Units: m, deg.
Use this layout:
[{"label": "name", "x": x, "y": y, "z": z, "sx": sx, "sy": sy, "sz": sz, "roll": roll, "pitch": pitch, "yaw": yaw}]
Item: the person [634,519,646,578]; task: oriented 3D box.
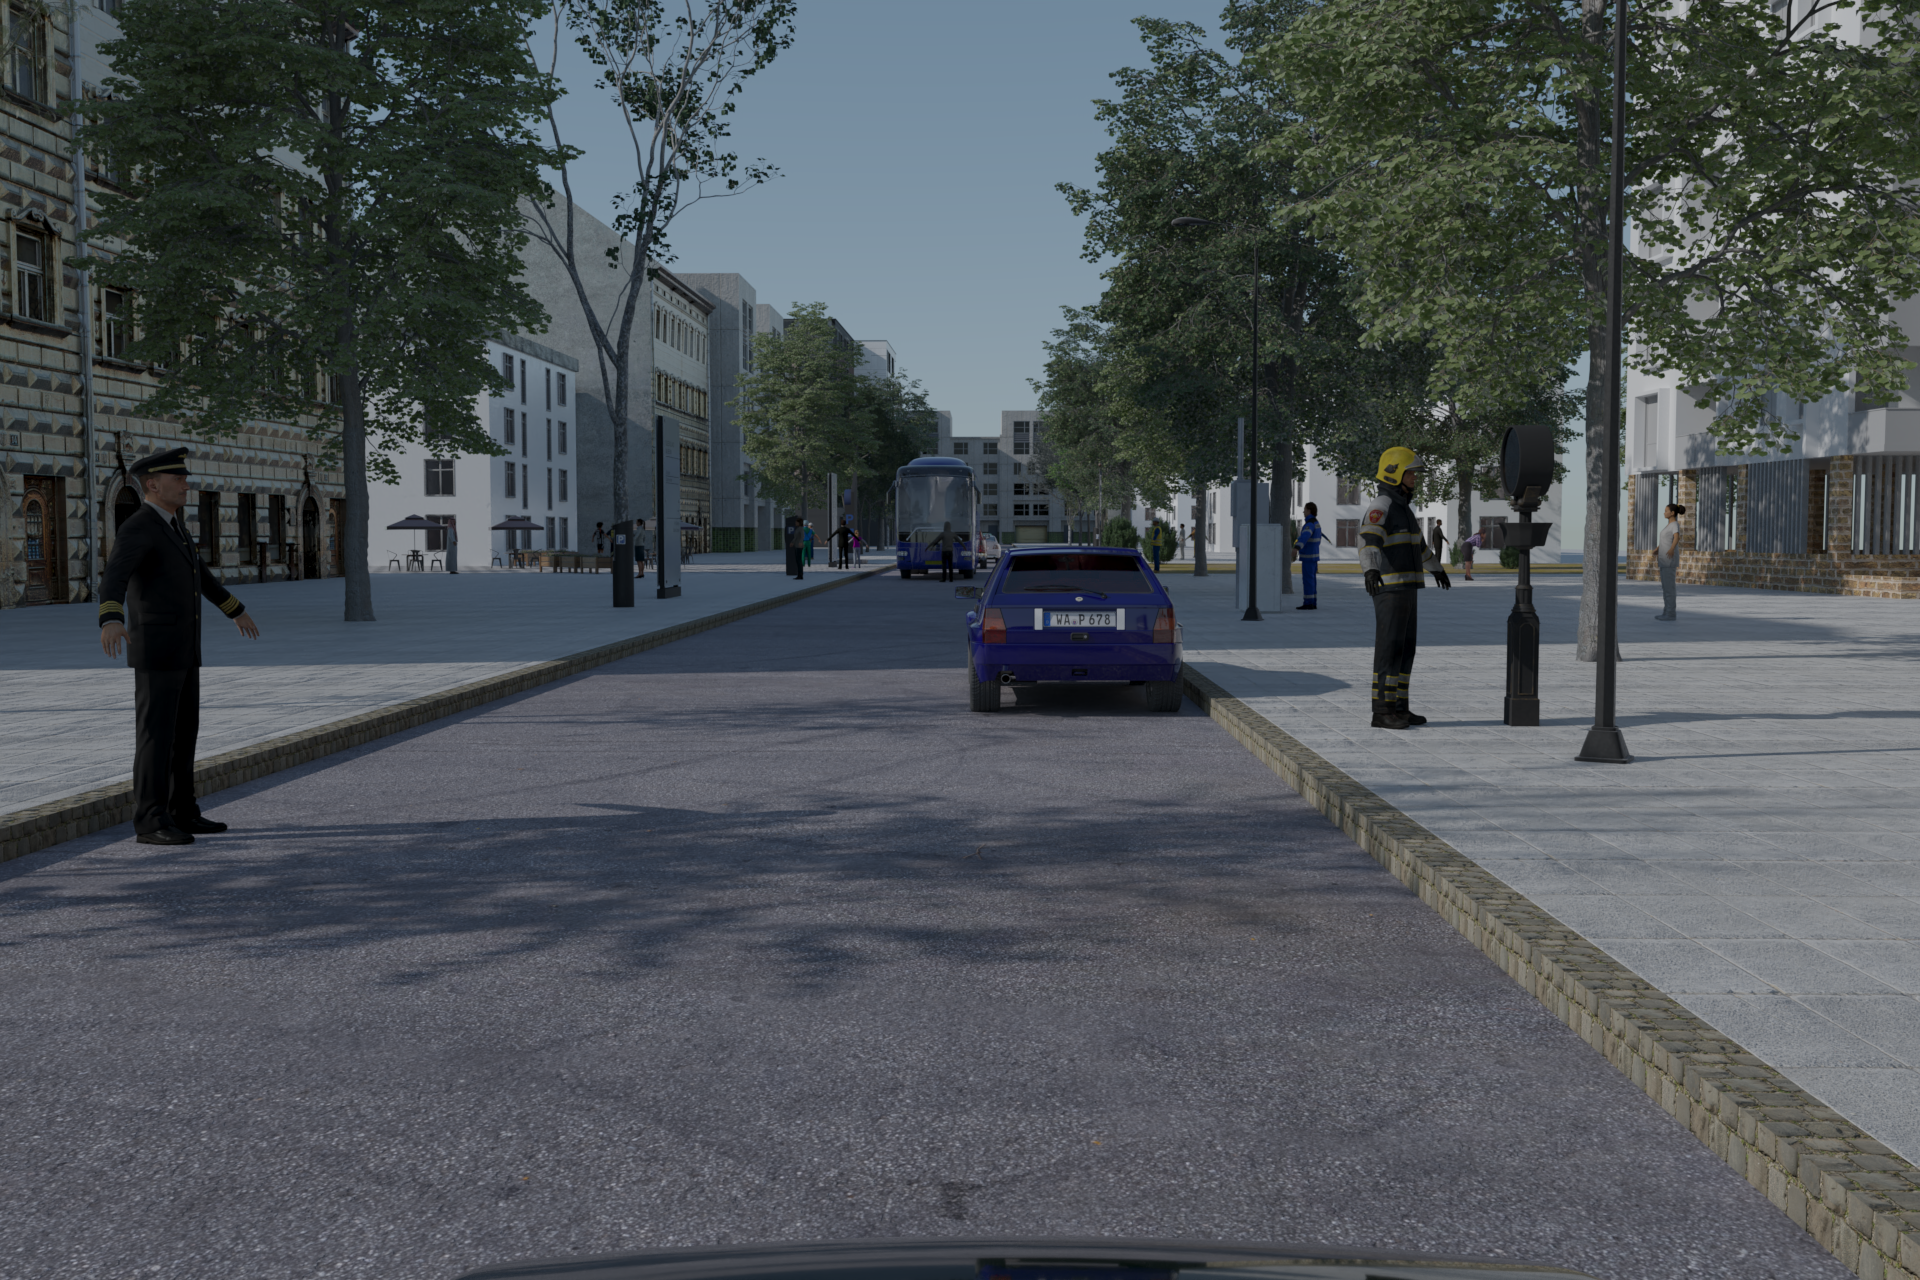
[{"label": "person", "x": -9.352, "y": -2.651, "z": 50.169, "sx": 0.721, "sy": 1.735, "sz": 1.217, "roll": 0, "pitch": 4, "yaw": 8}]

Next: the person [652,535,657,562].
[{"label": "person", "x": -13.957, "y": -4.521, "z": 80.050, "sx": 0.704, "sy": 1.812, "sz": 1.346, "roll": 0, "pitch": 4, "yaw": 4}]

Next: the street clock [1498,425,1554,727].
[{"label": "street clock", "x": 3.770, "y": -0.428, "z": 11.571, "sx": 0.358, "sy": 2.002, "sz": 0.471, "roll": 0, "pitch": 4, "yaw": 2}]

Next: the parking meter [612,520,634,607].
[{"label": "parking meter", "x": -5.914, "y": -1.345, "z": 30.408, "sx": 0.372, "sy": 1.533, "sz": 0.369, "roll": 0, "pitch": 3, "yaw": 0}]

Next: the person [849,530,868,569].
[{"label": "person", "x": -3.868, "y": -3.382, "z": 64.562, "sx": 0.991, "sy": 1.433, "sz": 0.599, "roll": -2, "pitch": 4, "yaw": -25}]

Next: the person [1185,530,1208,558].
[{"label": "person", "x": 12.858, "y": -5.391, "z": 93.911, "sx": 1.354, "sy": 1.858, "sz": 0.705, "roll": -1, "pitch": 4, "yaw": -14}]

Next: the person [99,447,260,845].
[{"label": "person", "x": -3.694, "y": 0.017, "z": 8.120, "sx": 0.705, "sy": 1.837, "sz": 1.347, "roll": 0, "pitch": 4, "yaw": 3}]

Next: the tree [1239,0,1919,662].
[{"label": "tree", "x": 6.158, "y": -6.077, "z": 17.481, "sx": 7.486, "sy": 12.596, "sz": 7.792, "roll": 0, "pitch": 3, "yaw": 0}]

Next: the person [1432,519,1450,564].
[{"label": "person", "x": 16.511, "y": -3.269, "z": 59.666, "sx": 0.704, "sy": 1.802, "sz": 1.346, "roll": 0, "pitch": 4, "yaw": -6}]

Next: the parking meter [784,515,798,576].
[{"label": "parking meter", "x": -5.206, "y": -2.919, "z": 53.445, "sx": 0.399, "sy": 1.863, "sz": 0.255, "roll": 0, "pitch": 4, "yaw": 2}]

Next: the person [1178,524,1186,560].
[{"label": "person", "x": 11.033, "y": -4.895, "z": 86.218, "sx": 0.705, "sy": 1.806, "sz": 1.347, "roll": 0, "pitch": 4, "yaw": -3}]

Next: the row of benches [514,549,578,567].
[{"label": "row of benches", "x": -16.790, "y": -3.347, "z": 70.184, "sx": 1.422, "sy": 0.672, "sz": 4.104, "roll": 1, "pitch": 4, "yaw": 18}]

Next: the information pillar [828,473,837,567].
[{"label": "information pillar", "x": -4.948, "y": -4.646, "z": 67.278, "sx": 0.184, "sy": 3.620, "sz": 1.656, "roll": 0, "pitch": 4, "yaw": 2}]

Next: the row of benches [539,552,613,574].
[{"label": "row of benches", "x": -12.716, "y": -2.548, "z": 57.115, "sx": 1.422, "sy": 0.672, "sz": 4.104, "roll": -3, "pitch": 5, "yaw": -40}]

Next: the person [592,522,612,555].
[{"label": "person", "x": -15.942, "y": -4.327, "z": 76.884, "sx": 1.345, "sy": 1.843, "sz": 0.704, "roll": 3, "pitch": 5, "yaw": 39}]

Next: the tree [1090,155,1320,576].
[{"label": "tree", "x": 7.511, "y": -8.184, "z": 51.943, "sx": 7.486, "sy": 12.596, "sz": 7.792, "roll": 0, "pitch": 3, "yaw": 0}]

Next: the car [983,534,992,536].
[{"label": "car", "x": 2.086, "y": -8.598, "z": 149.380, "sx": 1.959, "sy": 1.807, "sz": 4.718, "roll": 0, "pitch": 4, "yaw": 1}]

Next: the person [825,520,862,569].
[{"label": "person", "x": -4.239, "y": -3.473, "z": 62.967, "sx": 1.347, "sy": 1.806, "sz": 0.705, "roll": -1, "pitch": 4, "yaw": -10}]

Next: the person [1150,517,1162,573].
[{"label": "person", "x": 6.473, "y": -3.145, "z": 57.395, "sx": 0.705, "sy": 1.833, "sz": 1.349, "roll": 1, "pitch": 4, "yaw": 11}]

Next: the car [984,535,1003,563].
[{"label": "car", "x": 1.110, "y": -4.526, "z": 86.366, "sx": 2.083, "sy": 1.381, "sz": 4.827, "roll": 0, "pitch": 4, "yaw": 1}]

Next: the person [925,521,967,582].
[{"label": "person", "x": -0.392, "y": -2.631, "z": 51.595, "sx": 1.348, "sy": 1.813, "sz": 0.705, "roll": -2, "pitch": 4, "yaw": -23}]

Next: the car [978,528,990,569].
[{"label": "car", "x": 0.127, "y": -3.917, "z": 72.719, "sx": 2.281, "sy": 1.827, "sz": 5.304, "roll": 0, "pitch": 4, "yaw": 1}]

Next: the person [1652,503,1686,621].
[{"label": "person", "x": 10.490, "y": -1.165, "z": 25.813, "sx": 0.721, "sy": 1.739, "sz": 1.217, "roll": 1, "pitch": 4, "yaw": 12}]

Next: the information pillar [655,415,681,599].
[{"label": "information pillar", "x": -5.893, "y": -2.672, "z": 34.999, "sx": 0.184, "sy": 3.620, "sz": 1.656, "roll": 0, "pitch": 4, "yaw": 2}]

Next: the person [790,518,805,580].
[{"label": "person", "x": -4.600, "y": -2.568, "z": 48.751, "sx": 0.721, "sy": 1.744, "sz": 1.215, "roll": -1, "pitch": 4, "yaw": -18}]

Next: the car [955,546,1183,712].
[{"label": "car", "x": 0.927, "y": -0.166, "z": 15.295, "sx": 1.945, "sy": 1.354, "sz": 3.894, "roll": 0, "pitch": 3, "yaw": 0}]

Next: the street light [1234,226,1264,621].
[{"label": "street light", "x": 4.887, "y": -3.241, "z": 25.525, "sx": 1.470, "sy": 5.913, "sz": 1.316, "roll": 0, "pitch": 4, "yaw": 1}]

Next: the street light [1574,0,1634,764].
[{"label": "street light", "x": 4.199, "y": -2.269, "z": 9.636, "sx": 1.470, "sy": 5.913, "sz": 1.316, "roll": 0, "pitch": 4, "yaw": 1}]

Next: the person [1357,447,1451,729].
[{"label": "person", "x": 2.921, "y": -0.351, "z": 11.506, "sx": 0.704, "sy": 1.858, "sz": 1.351, "roll": 2, "pitch": 4, "yaw": 35}]

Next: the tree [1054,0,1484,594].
[{"label": "tree", "x": 6.872, "y": -7.975, "z": 37.039, "sx": 9.857, "sy": 13.997, "sz": 8.962, "roll": 0, "pitch": 3, "yaw": 0}]

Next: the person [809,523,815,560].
[{"label": "person", "x": -7.539, "y": -4.984, "z": 87.338, "sx": 0.705, "sy": 1.847, "sz": 1.347, "roll": 1, "pitch": 4, "yaw": 14}]

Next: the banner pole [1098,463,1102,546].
[{"label": "banner pole", "x": 4.932, "y": -4.332, "z": 60.842, "sx": 0.401, "sy": 3.779, "sz": 0.863, "roll": 0, "pitch": 4, "yaw": 1}]

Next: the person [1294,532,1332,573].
[{"label": "person", "x": 11.545, "y": -3.070, "z": 56.654, "sx": 1.216, "sy": 1.772, "sz": 0.721, "roll": 1, "pitch": 4, "yaw": 9}]

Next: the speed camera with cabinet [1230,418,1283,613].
[{"label": "speed camera with cabinet", "x": 4.944, "y": -2.111, "z": 28.857, "sx": 0.660, "sy": 3.252, "sz": 2.038, "roll": 0, "pitch": 4, "yaw": 2}]

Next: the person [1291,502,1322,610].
[{"label": "person", "x": 5.909, "y": -1.433, "z": 29.409, "sx": 0.704, "sy": 1.831, "sz": 1.345, "roll": 2, "pitch": 4, "yaw": 26}]

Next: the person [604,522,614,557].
[{"label": "person", "x": -16.878, "y": -4.819, "z": 84.568, "sx": 1.354, "sy": 1.856, "sz": 0.705, "roll": 1, "pitch": 4, "yaw": 9}]

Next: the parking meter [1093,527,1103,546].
[{"label": "parking meter", "x": 5.015, "y": -3.336, "z": 62.958, "sx": 0.372, "sy": 1.533, "sz": 0.369, "roll": 0, "pitch": 3, "yaw": 0}]

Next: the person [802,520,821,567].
[{"label": "person", "x": -5.992, "y": -3.737, "z": 67.224, "sx": 1.347, "sy": 1.817, "sz": 0.704, "roll": -2, "pitch": 4, "yaw": -24}]

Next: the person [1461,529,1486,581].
[{"label": "person", "x": 14.043, "y": -2.332, "z": 47.404, "sx": 0.697, "sy": 1.427, "sz": 0.421, "roll": 0, "pitch": 4, "yaw": -7}]

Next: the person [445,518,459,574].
[{"label": "person", "x": -16.271, "y": -3.026, "z": 55.624, "sx": 0.704, "sy": 1.811, "sz": 1.347, "roll": -1, "pitch": 4, "yaw": -15}]
